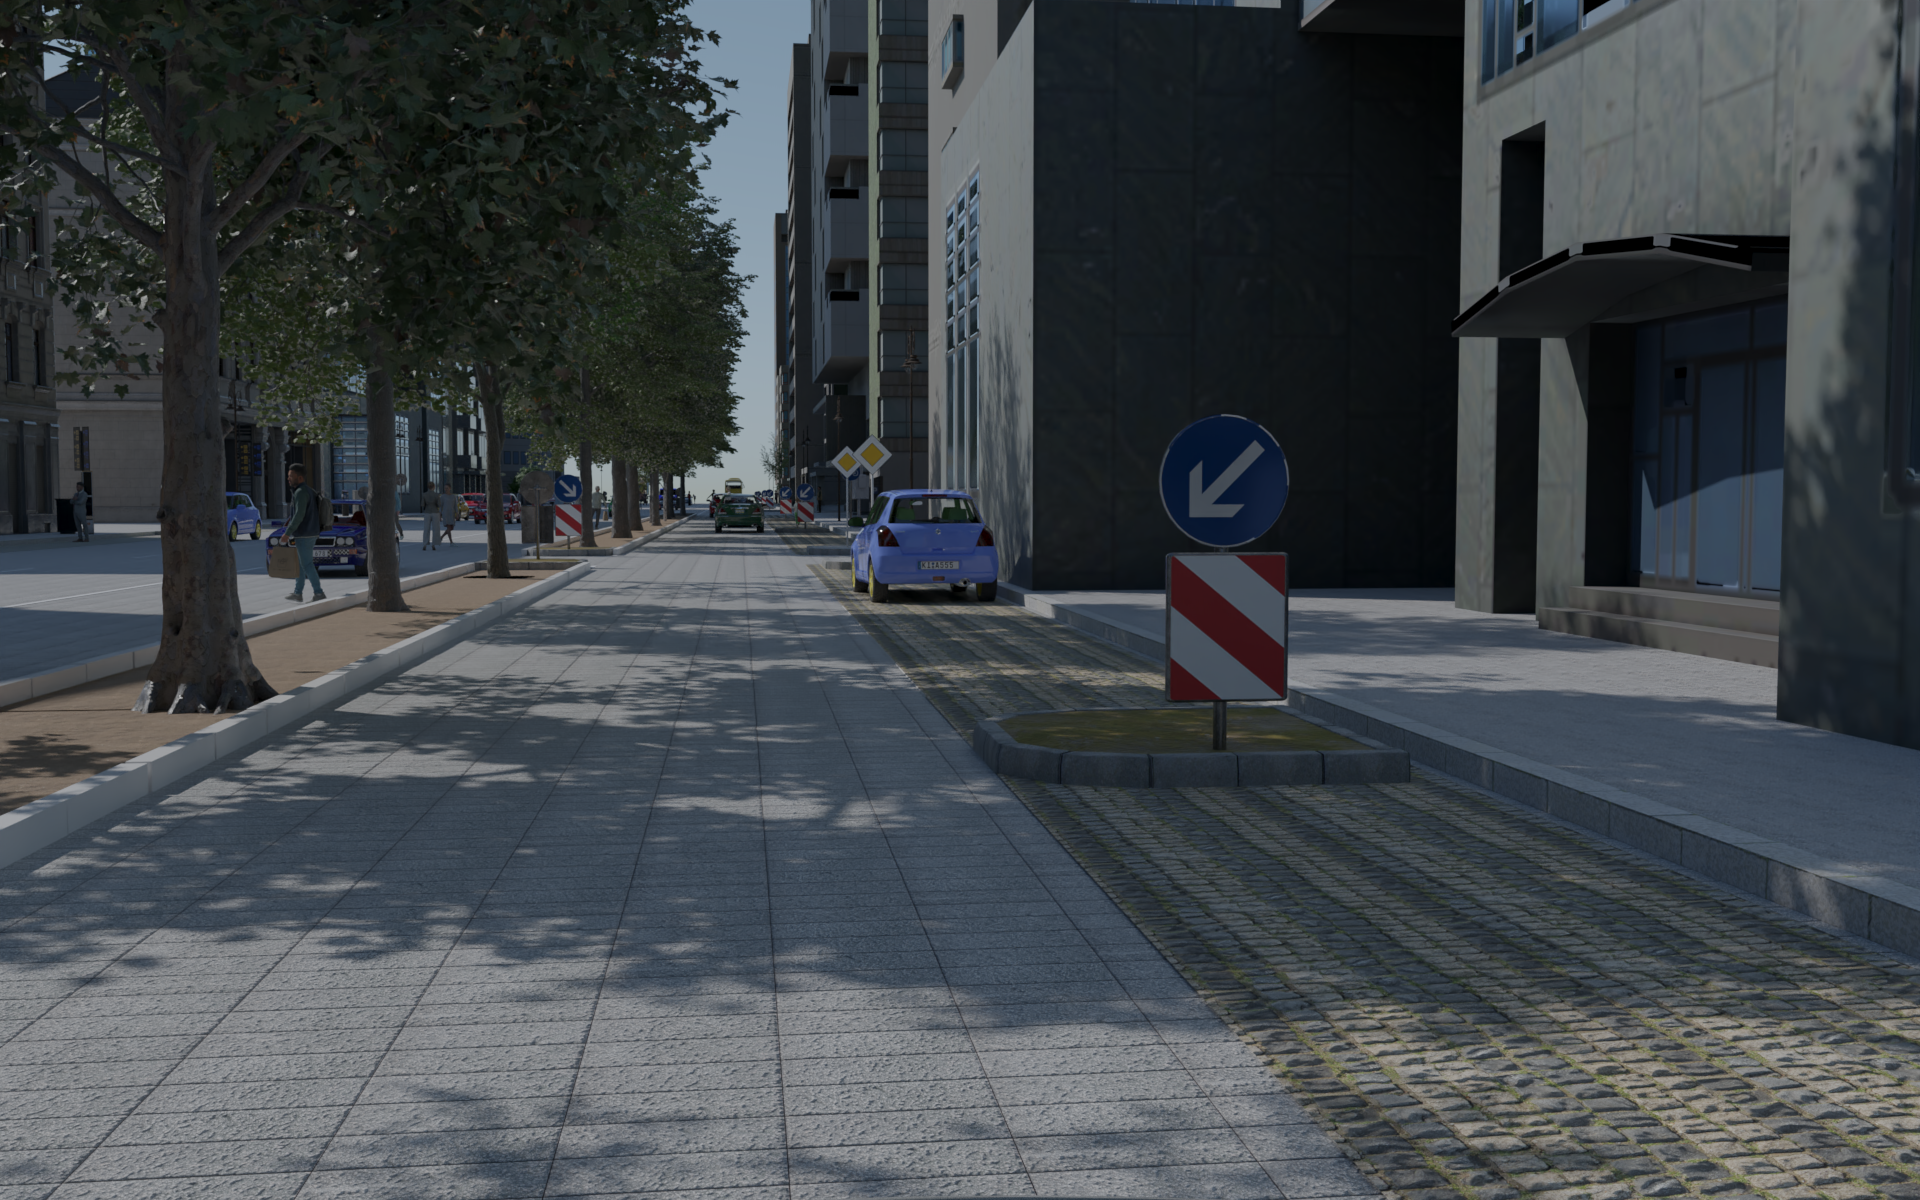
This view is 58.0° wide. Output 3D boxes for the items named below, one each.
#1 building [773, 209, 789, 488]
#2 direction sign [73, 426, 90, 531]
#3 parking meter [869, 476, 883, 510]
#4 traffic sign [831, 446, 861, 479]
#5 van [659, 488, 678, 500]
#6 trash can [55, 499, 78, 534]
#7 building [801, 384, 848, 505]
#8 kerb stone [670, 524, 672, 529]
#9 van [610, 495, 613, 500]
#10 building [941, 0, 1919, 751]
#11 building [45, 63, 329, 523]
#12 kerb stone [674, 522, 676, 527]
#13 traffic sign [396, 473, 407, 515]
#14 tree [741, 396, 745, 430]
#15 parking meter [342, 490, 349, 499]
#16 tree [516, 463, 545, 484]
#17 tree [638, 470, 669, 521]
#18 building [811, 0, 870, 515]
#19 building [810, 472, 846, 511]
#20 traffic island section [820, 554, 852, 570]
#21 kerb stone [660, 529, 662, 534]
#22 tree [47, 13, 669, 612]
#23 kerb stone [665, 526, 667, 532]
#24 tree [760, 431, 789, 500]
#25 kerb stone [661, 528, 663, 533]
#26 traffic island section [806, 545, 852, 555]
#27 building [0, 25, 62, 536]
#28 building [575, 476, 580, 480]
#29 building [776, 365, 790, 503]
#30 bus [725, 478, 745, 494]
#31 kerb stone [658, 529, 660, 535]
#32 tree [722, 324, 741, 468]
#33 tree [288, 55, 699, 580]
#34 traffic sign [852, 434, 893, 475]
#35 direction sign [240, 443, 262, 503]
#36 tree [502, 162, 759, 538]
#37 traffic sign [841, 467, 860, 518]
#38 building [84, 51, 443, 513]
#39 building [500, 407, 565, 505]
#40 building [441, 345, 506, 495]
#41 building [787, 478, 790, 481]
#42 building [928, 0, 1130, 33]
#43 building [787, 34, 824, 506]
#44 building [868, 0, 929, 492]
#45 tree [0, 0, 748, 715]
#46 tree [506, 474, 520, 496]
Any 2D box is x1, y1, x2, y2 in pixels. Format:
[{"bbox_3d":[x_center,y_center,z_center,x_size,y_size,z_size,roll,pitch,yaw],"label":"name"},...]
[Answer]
[{"bbox_3d":[-21.698,-37.812,268.337,14.600,45.320,14.200,0,4,-7],"label":"building"},{"bbox_3d":[-29.505,-4.051,58.234,0.876,3.537,0.379,2,4,33],"label":"direction sign"},{"bbox_3d":[-2.700,-3.070,55.909,0.399,1.863,0.255,2,4,25],"label":"parking meter"},{"bbox_3d":[-2.697,-2.419,41.740,0.795,2.593,0.064,0,4,-7],"label":"traffic sign"},{"bbox_3d":[-28.877,-10.235,171.721,2.240,2.365,5.245,0,4,-7],"label":"van"},{"bbox_3d":[-28.682,-2.691,55.645,0.748,1.137,0.748,0,3,0],"label":"trash can"},{"bbox_3d":[-4.175,-44.119,159.589,20.563,71.187,20.611,0,4,-7],"label":"building"},{"bbox_3d":[-11.698,-2.882,69.314,0.120,0.150,1.000,0,4,-7],"label":"kerb stone"},{"bbox_3d":[-45.021,-13.522,228.101,2.013,2.044,4.112,0,4,-8],"label":"van"},{"bbox_3d":[12.658,-43.065,16.777,22.319,86.520,31.000,0,4,-7],"label":"building"},{"bbox_3d":[-37.862,-13.863,77.570,10.553,20.767,40.483,0,4,-7],"label":"building"},{"bbox_3d":[-12.218,-3.123,73.386,0.120,0.150,1.000,0,4,-7],"label":"kerb stone"},{"bbox_3d":[-34.467,-6.525,106.792,0.768,2.556,0.104,0,4,-5],"label":"traffic sign"},{"bbox_3d":[-13.444,-9.549,76.718,7.486,12.596,7.792,0,3,0],"label":"tree"},{"bbox_3d":[-35.662,-5.632,100.487,0.372,1.533,0.369,0,3,0],"label":"parking meter"},{"bbox_3d":[-44.043,-11.884,178.024,4.285,4.588,4.351,0,3,0],"label":"tree"},{"bbox_3d":[-15.514,-8.433,90.694,4.737,8.622,4.395,0,3,0],"label":"tree"},{"bbox_3d":[5.044,-31.473,103.827,28.713,52.752,27.495,0,4,-7],"label":"building"},{"bbox_3d":[4.237,-27.355,139.142,32.217,40.220,23.993,0,4,-7],"label":"building"},{"bbox_3d":[-1.668,-0.711,33.904,2.009,0.180,2.903,0,4,-7],"label":"traffic island section"},{"bbox_3d":[-10.535,-2.323,60.179,0.120,0.150,1.000,0,4,-7],"label":"kerb stone"},{"bbox_3d":[-6.849,-6.100,20.324,7.486,12.596,7.792,0,3,0],"label":"tree"},{"bbox_3d":[-11.054,-2.572,64.241,0.120,0.150,1.000,0,4,-7],"label":"kerb stone"},{"bbox_3d":[-20.921,-15.230,199.371,4.737,8.622,4.395,0,3,0],"label":"tree"},{"bbox_3d":[-10.674,-2.385,61.197,0.120,0.150,1.000,0,4,-7],"label":"kerb stone"},{"bbox_3d":[-2.675,-1.195,41.826,2.009,0.180,2.903,0,4,-7],"label":"traffic island section"},{"bbox_3d":[-33.791,-12.188,48.423,9.793,20.994,18.267,0,4,-7],"label":"building"},{"bbox_3d":[-62.454,-48.623,233.232,20.563,71.187,20.611,0,4,-7],"label":"building"},{"bbox_3d":[-12.036,-24.649,248.057,27.650,21.520,28.899,0,4,-7],"label":"building"},{"bbox_3d":[-34.224,-16.581,262.647,2.896,3.916,12.252,0,4,-6],"label":"bus"},{"bbox_3d":[-10.410,-2.255,59.158,0.120,0.150,1.000,0,4,-7],"label":"kerb stone"},{"bbox_3d":[-9.828,-7.647,45.617,7.486,12.596,7.792,0,3,0],"label":"tree"},{"bbox_3d":[-7.939,-6.169,29.075,9.928,11.665,9.643,0,3,0],"label":"tree"},{"bbox_3d":[-1.690,-1.934,33.818,0.795,2.593,0.064,0,4,-7],"label":"traffic sign"},{"bbox_3d":[-31.215,-5.156,76.298,0.876,3.537,0.379,-1,4,-17],"label":"direction sign"},{"bbox_3d":[-10.932,-8.957,55.556,9.857,13.997,8.962,0,3,0],"label":"tree"},{"bbox_3d":[-4.261,-4.127,67.576,0.768,2.556,0.104,0,3,0],"label":"traffic sign"},{"bbox_3d":[-50.204,-49.697,125.224,22.319,86.520,31.000,0,4,-7],"label":"building"},{"bbox_3d":[-60.182,-40.793,208.969,21.231,58.520,28.212,0,4,-7],"label":"building"},{"bbox_3d":[-54.776,-32.850,156.706,23.786,49.044,30.456,0,4,-7],"label":"building"},{"bbox_3d":[-9.644,-36.578,217.660,23.786,49.044,30.456,0,4,-7],"label":"building"},{"bbox_3d":[9.953,-26.187,51.863,21.600,48.544,21.300,0,4,-7],"label":"building"},{"bbox_3d":[-6.962,-34.095,181.162,21.300,48.544,21.600,0,4,-7],"label":"building"},{"bbox_3d":[3.032,-23.801,72.743,14.154,41.232,14.086,0,4,-7],"label":"building"},{"bbox_3d":[-5.089,-5.609,11.175,9.611,12.733,9.660,0,3,0],"label":"tree"},{"bbox_3d":[-42.360,-10.405,164.722,1.663,3.219,1.824,0,3,0],"label":"tree"}]
